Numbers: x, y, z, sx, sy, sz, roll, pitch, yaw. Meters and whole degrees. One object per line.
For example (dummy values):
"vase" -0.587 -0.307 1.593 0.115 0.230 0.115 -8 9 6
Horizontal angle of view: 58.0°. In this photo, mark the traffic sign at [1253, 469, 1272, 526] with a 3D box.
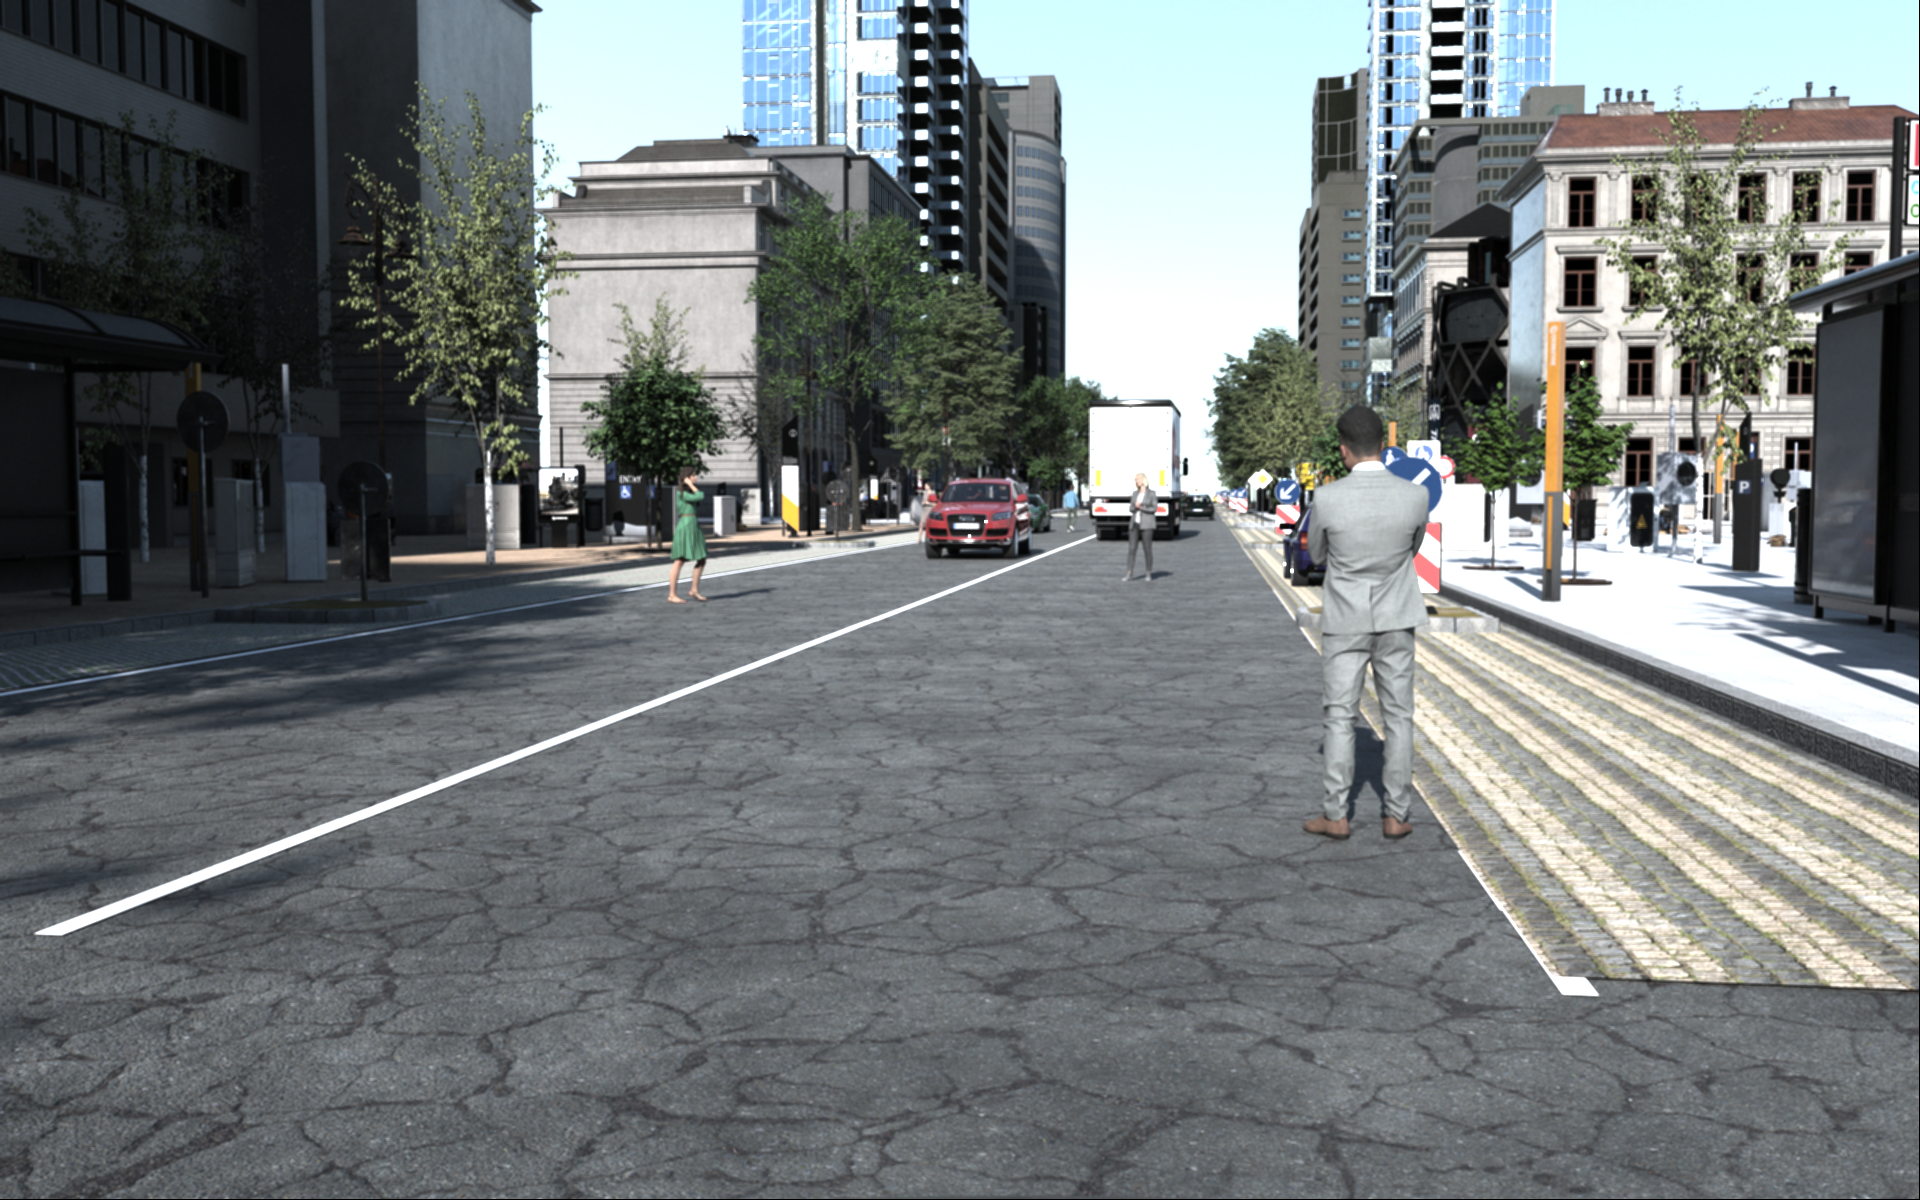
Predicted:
"traffic sign" 12.197 -4.048 69.832 0.795 2.450 0.064 0 4 8

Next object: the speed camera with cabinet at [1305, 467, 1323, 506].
"speed camera with cabinet" 19.297 -6.197 95.659 2.038 3.252 0.660 1 4 21

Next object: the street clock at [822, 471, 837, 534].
"street clock" -4.149 -3.085 55.013 0.358 2.002 0.471 3 5 40

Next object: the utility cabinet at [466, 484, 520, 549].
"utility cabinet" -10.739 -1.904 39.810 1.173 1.500 0.318 -1 4 -17

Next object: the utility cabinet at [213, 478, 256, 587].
"utility cabinet" -10.062 -0.941 24.072 0.318 1.500 1.173 -1 4 -12

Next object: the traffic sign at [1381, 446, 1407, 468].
"traffic sign" 11.610 -2.835 46.455 0.768 2.556 0.104 1 4 14

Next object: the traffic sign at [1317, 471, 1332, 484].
"traffic sign" 18.633 -5.413 88.608 0.768 2.556 0.104 1 4 13

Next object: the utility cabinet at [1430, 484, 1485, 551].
"utility cabinet" 11.162 -1.848 38.891 1.173 1.500 0.318 1 4 18

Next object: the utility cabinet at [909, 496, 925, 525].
"utility cabinet" -1.664 -3.735 72.234 0.306 1.237 1.020 3 4 39

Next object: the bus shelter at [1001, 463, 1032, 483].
"bus shelter" 4.339 -8.635 132.467 1.731 3.624 6.357 0 4 8

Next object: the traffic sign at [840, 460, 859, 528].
"traffic sign" -4.177 -3.986 65.278 0.768 2.556 0.104 1 4 13

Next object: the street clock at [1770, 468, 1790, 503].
"street clock" 23.229 -2.723 49.096 0.471 2.002 0.358 0 4 -1

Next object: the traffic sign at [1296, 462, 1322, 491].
"traffic sign" 22.544 -7.127 110.406 2.265 3.308 0.079 1 4 12

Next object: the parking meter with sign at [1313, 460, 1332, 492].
"parking meter with sign" 18.387 -5.481 85.882 1.738 3.016 0.543 0 4 2

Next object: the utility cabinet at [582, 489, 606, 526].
"utility cabinet" -14.523 -3.719 69.481 1.173 1.500 0.318 -1 4 -21

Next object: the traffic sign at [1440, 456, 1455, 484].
"traffic sign" 16.057 -3.516 57.593 0.768 2.556 0.104 1 4 17

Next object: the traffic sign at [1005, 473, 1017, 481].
"traffic sign" 3.075 -6.455 105.640 0.768 2.556 0.104 1 4 14

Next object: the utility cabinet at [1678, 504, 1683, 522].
"utility cabinet" 33.288 -4.272 81.010 1.020 1.237 0.306 -1 4 -10

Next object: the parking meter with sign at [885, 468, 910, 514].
"parking meter with sign" -4.188 -7.181 113.673 1.738 3.016 0.543 1 4 17

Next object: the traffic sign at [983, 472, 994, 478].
"traffic sign" 1.291 -4.637 79.450 0.795 2.450 0.064 0 4 8

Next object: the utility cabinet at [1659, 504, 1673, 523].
"utility cabinet" 30.666 -4.058 75.035 0.318 1.500 1.173 3 5 44

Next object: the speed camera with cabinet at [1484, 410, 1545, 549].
"speed camera with cabinet" 12.989 -2.863 41.143 2.038 3.252 0.660 3 5 41

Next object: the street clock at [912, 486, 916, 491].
"street clock" -4.054 -9.138 153.984 0.358 2.002 0.471 -1 4 -19

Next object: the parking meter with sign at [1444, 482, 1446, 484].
"parking meter with sign" 30.972 -7.044 111.429 0.543 3.016 1.738 3 5 43

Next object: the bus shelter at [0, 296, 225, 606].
"bus shelter" -9.816 -1.432 17.337 2.014 3.302 5.546 0 4 8

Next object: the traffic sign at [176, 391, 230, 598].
"traffic sign" -9.368 -1.303 21.416 0.768 2.556 0.104 1 4 16

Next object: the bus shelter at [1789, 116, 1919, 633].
"bus shelter" 9.423 -2.362 16.243 2.179 5.291 8.768 0 4 8

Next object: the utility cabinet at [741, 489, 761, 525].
"utility cabinet" -8.503 -3.772 70.359 0.318 1.500 1.173 -2 4 -34

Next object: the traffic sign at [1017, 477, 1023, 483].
"traffic sign" 4.337 -7.895 129.186 0.768 2.556 0.104 1 4 12

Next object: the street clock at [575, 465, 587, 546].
"street clock" -9.436 -2.353 43.040 0.358 2.002 0.471 0 4 -5

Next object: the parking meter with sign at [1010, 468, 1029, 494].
"parking meter with sign" 4.250 -7.366 116.688 1.738 3.016 0.543 2 4 34

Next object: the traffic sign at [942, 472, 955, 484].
"traffic sign" -0.659 -6.014 98.436 0.768 2.556 0.104 1 4 12

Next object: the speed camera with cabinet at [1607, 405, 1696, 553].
"speed camera with cabinet" 15.302 -2.684 38.227 2.038 3.252 0.660 -1 4 -22

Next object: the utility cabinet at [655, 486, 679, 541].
"utility cabinet" -8.193 -2.327 46.719 1.173 1.500 0.318 1 4 15

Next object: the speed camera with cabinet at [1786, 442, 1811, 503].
"speed camera with cabinet" 32.398 -4.370 65.793 0.660 3.252 2.038 -1 4 -18

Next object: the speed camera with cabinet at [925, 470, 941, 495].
"speed camera with cabinet" -2.046 -8.937 140.457 0.660 3.252 2.038 2 4 32

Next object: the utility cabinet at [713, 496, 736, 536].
"utility cabinet" -7.227 -2.578 53.314 0.306 1.237 1.020 1 4 18

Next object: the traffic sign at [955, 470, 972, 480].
"traffic sign" 0.175 -4.153 71.543 0.795 2.450 0.064 0 4 8

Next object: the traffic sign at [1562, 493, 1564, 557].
"traffic sign" 12.331 -2.164 35.484 0.768 2.556 0.104 1 4 15

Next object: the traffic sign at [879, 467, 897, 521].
"traffic sign" -3.420 -5.011 81.936 0.884 2.594 0.081 1 4 11

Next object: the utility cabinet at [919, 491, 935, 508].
"utility cabinet" -2.162 -6.137 109.020 1.173 1.500 0.318 -1 4 -10

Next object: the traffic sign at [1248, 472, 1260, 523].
"traffic sign" 13.313 -4.532 77.739 0.795 2.450 0.064 0 4 8

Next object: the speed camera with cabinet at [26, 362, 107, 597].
"speed camera with cabinet" -11.456 -1.706 22.233 2.038 3.252 0.660 3 5 44

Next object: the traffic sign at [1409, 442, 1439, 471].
"traffic sign" 8.951 -1.917 33.480 0.606 2.300 0.079 1 4 12

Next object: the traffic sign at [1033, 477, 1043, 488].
"traffic sign" 5.840 -7.976 130.515 0.768 2.556 0.104 1 4 13

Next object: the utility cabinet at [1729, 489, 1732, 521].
"utility cabinet" 36.521 -4.444 81.339 0.318 1.500 1.173 3 5 43

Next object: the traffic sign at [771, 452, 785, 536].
"traffic sign" -5.357 -3.205 52.510 0.768 2.556 0.104 1 4 12

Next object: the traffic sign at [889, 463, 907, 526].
"traffic sign" -2.519 -4.294 70.315 0.768 2.556 0.104 1 4 11

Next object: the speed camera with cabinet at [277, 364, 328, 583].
"speed camera with cabinet" -9.829 -1.929 25.882 0.660 3.252 2.038 -1 4 -22

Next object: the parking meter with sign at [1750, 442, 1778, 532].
"parking meter with sign" 27.491 -3.827 58.837 1.738 3.016 0.543 -1 4 -16

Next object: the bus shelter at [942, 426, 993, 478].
"bus shelter" 0.399 -7.741 104.202 2.179 5.291 8.768 0 4 8

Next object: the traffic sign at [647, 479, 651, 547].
"traffic sign" -7.470 -2.538 41.602 0.768 2.556 0.104 1 4 17
